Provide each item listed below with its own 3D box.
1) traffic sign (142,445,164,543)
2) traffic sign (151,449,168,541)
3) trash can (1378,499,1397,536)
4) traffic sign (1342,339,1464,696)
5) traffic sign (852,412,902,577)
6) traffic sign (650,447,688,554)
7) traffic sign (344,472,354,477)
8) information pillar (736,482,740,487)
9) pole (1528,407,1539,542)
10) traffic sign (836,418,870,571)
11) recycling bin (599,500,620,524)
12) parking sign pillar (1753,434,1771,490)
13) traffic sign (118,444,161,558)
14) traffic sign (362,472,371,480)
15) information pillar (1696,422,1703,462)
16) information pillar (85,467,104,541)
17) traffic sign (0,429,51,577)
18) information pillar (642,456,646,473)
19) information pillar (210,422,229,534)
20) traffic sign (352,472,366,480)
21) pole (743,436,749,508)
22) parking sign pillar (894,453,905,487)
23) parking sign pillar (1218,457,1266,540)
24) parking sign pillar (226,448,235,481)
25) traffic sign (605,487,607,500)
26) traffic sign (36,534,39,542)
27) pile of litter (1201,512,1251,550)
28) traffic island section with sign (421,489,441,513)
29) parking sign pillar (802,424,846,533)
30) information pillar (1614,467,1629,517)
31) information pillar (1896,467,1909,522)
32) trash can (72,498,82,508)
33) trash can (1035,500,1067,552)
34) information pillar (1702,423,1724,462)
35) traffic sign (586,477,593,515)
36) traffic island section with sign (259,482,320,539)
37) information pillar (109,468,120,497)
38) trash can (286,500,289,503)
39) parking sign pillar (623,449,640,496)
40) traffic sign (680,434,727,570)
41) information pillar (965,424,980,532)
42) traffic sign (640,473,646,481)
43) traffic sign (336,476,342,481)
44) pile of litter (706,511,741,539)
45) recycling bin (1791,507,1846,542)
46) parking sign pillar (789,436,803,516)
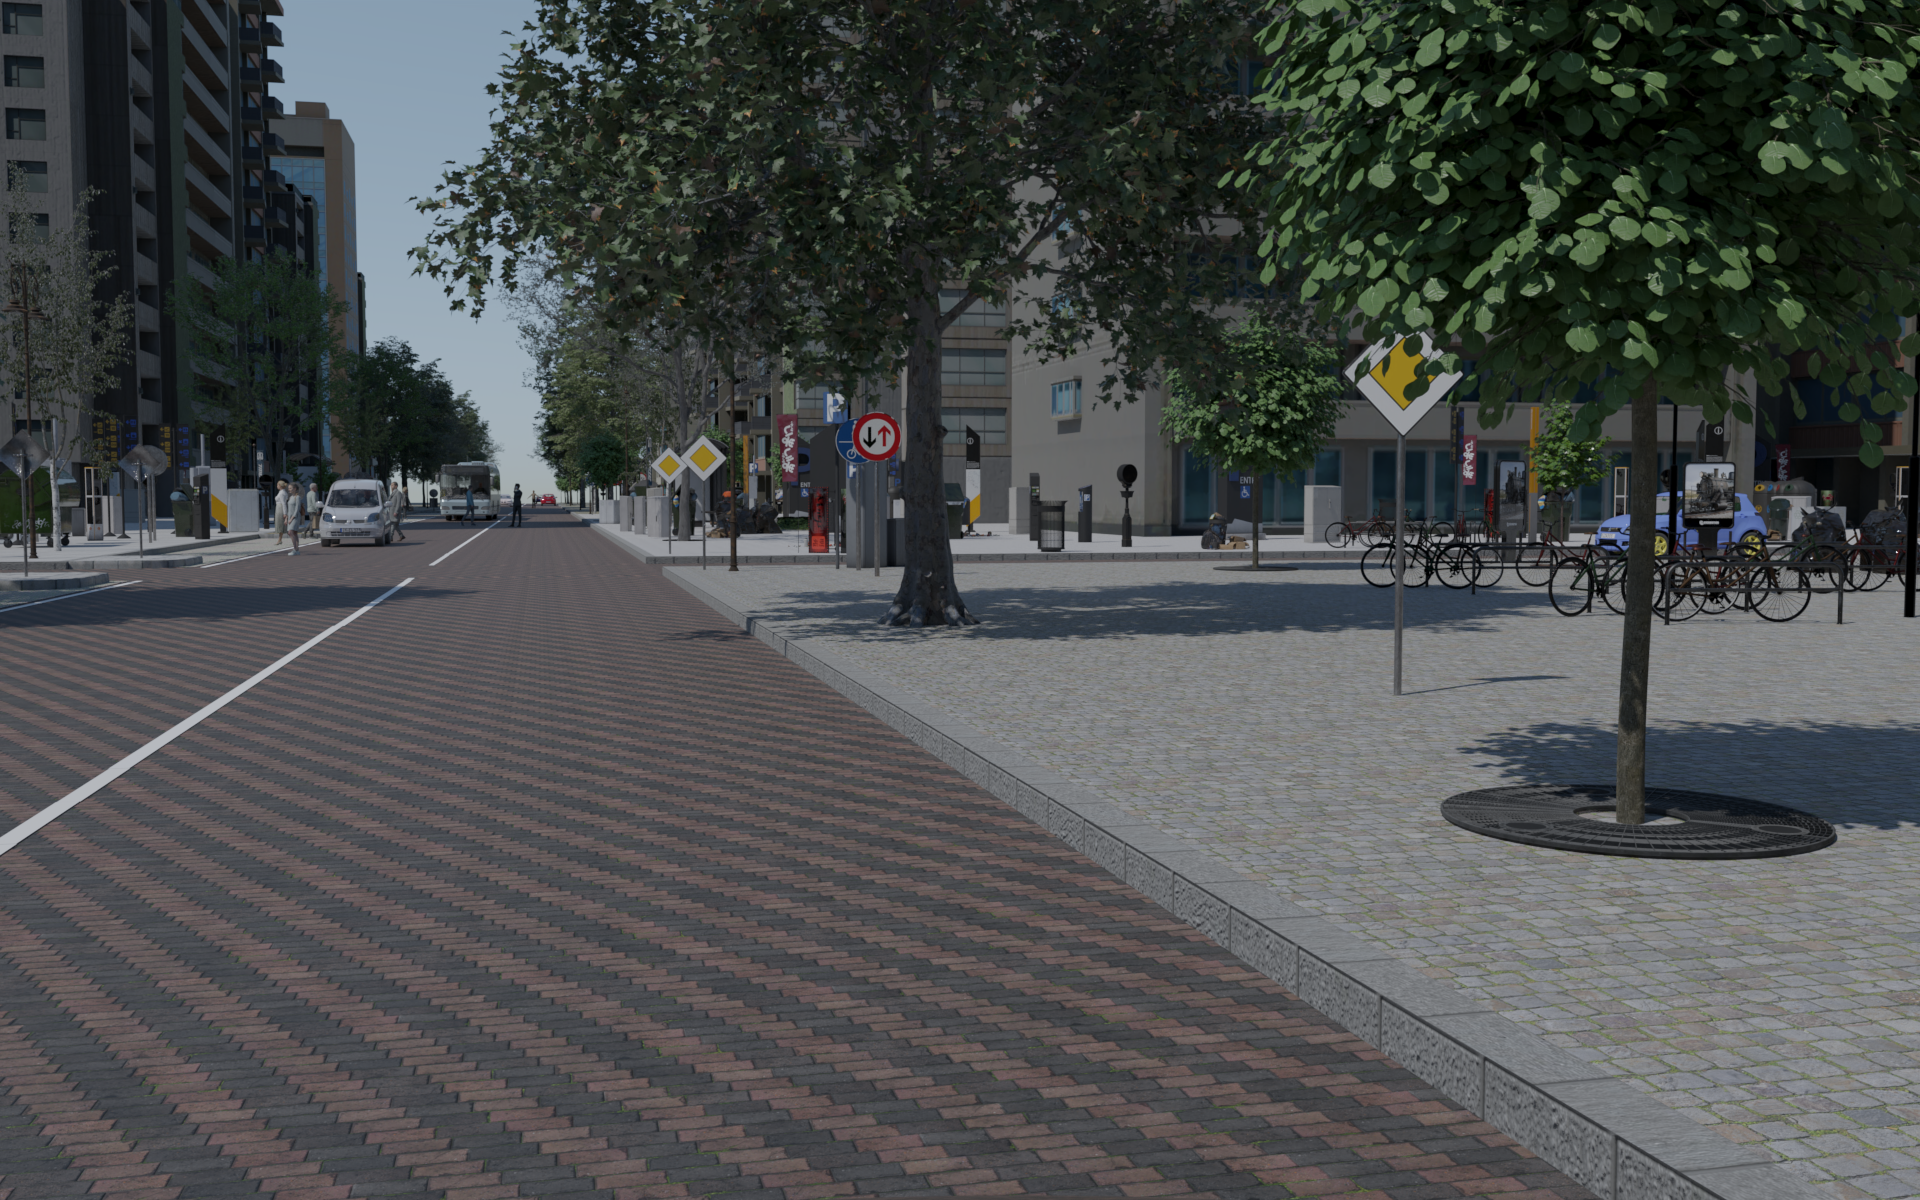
[{"bbox_3d":[-21.210,-2.764,45.303,0.768,2.556,0.104,-1,4,-12],"label":"traffic sign"},{"bbox_3d":[-22.090,-2.895,47.437,0.768,2.556,0.104,0,4,-8],"label":"traffic sign"},{"bbox_3d":[13.094,-2.518,52.817,0.748,1.137,0.748,0,3,0],"label":"trash can"},{"bbox_3d":[2.784,-0.598,10.957,0.795,2.450,0.064,0,4,-7],"label":"traffic sign"},{"bbox_3d":[-1.289,-1.639,26.902,0.768,2.556,0.104,0,4,-5],"label":"traffic sign"},{"bbox_3d":[-6.207,-2.040,37.000,0.795,2.450,0.064,-1,4,-14],"label":"traffic sign"},{"bbox_3d":[-34.943,-6.068,99.310,0.768,2.556,0.104,0,4,-7],"label":"traffic sign"},{"bbox_3d":[-13.358,-6.070,103.732,0.304,2.012,0.304,-3,4,-36],"label":"information pillar"},{"bbox_3d":[13.475,-2.865,40.687,0.158,3.312,0.155,0,3,0],"label":"pole"},{"bbox_3d":[-1.701,-1.767,28.992,0.768,2.556,0.104,-1,4,-10],"label":"traffic sign"},{"bbox_3d":[-15.042,-3.790,74.526,0.722,1.027,0.722,1,4,16],"label":"recycling bin"},{"bbox_3d":[28.572,-4.533,62.583,1.447,3.967,1.447,2,4,27],"label":"parking sign pillar"},{"bbox_3d":[-16.364,-1.892,34.570,0.795,2.450,0.064,-1,4,-14],"label":"traffic sign"},{"bbox_3d":[-34.703,-6.165,100.909,0.768,2.556,0.104,0,4,-4],"label":"traffic sign"},{"bbox_3d":[23.116,-3.840,54.137,0.183,3.616,0.504,3,5,43],"label":"information pillar"},{"bbox_3d":[-23.757,-2.632,47.530,0.304,2.012,0.304,2,4,24],"label":"information pillar"},{"bbox_3d":[-14.484,-1.417,26.809,0.795,2.450,0.064,-1,4,-14],"label":"traffic sign"},{"bbox_3d":[-19.165,-6.942,104.849,0.504,3.616,0.183,2,4,33],"label":"information pillar"},{"bbox_3d":[-24.072,-3.970,56.270,0.504,3.616,0.183,-2,4,-26],"label":"information pillar"},{"bbox_3d":[-33.921,-5.973,97.772,0.768,2.556,0.104,0,4,-7],"label":"traffic sign"},{"bbox_3d":[-7.471,-4.081,60.574,0.158,3.312,0.155,0,3,0],"label":"pole"},{"bbox_3d":[-3.268,-6.526,95.179,1.447,3.967,1.447,1,4,12],"label":"parking sign pillar"},{"bbox_3d":[7.861,-3.673,48.518,1.447,3.967,1.447,-2,4,-31],"label":"parking sign pillar"},{"bbox_3d":[-42.820,-6.910,101.455,1.447,3.967,1.447,-1,4,-12],"label":"parking sign pillar"},{"bbox_3d":[-19.840,-5.935,97.140,0.768,2.556,0.104,0,4,-6],"label":"traffic sign"},{"bbox_3d":[-24.724,-2.827,46.323,0.768,2.556,0.104,-1,4,-10],"label":"traffic sign"},{"bbox_3d":[6.281,-1.623,40.498,1.719,0.858,1.176,-3,5,-44],"label":"pile of litter"},{"bbox_3d":[-39.772,-7.491,131.105,1.989,1.847,2.006,-1,4,-14],"label":"traffic island section with sign"},{"bbox_3d":[-4.315,-4.226,57.564,1.447,3.967,1.447,0,4,3],"label":"parking sign pillar"},{"bbox_3d":[18.160,-2.635,47.567,0.304,2.012,0.304,2,4,33],"label":"information pillar"},{"bbox_3d":[25.230,-2.558,46.319,0.304,2.012,0.304,1,4,12],"label":"information pillar"},{"bbox_3d":[-36.422,-3.636,71.103,0.748,1.137,0.748,0,3,0],"label":"trash can"},{"bbox_3d":[2.018,-1.632,38.343,0.748,1.137,0.748,0,3,0],"label":"trash can"},{"bbox_3d":[21.282,-3.517,48.861,0.504,3.616,0.183,1,4,18],"label":"information pillar"},{"bbox_3d":[-22.716,-6.533,106.922,0.768,2.556,0.104,0,4,-5],"label":"traffic sign"},{"bbox_3d":[-21.688,-2.926,56.467,1.989,1.847,2.006,-1,4,-14],"label":"traffic island section with sign"},{"bbox_3d":[-32.109,-4.548,65.716,0.504,3.616,0.183,2,4,24],"label":"information pillar"},{"bbox_3d":[-29.412,-3.952,76.261,0.748,1.137,0.748,0,3,0],"label":"trash can"},{"bbox_3d":[-20.523,-7.315,108.079,1.447,3.967,1.447,-3,5,-44],"label":"parking sign pillar"},{"bbox_3d":[-4.327,-1.566,29.239,0.795,2.450,0.064,-1,4,-14],"label":"traffic sign"},{"bbox_3d":[0.431,-4.085,58.142,0.504,3.616,0.183,1,4,9],"label":"information pillar"},{"bbox_3d":[-18.490,-6.133,100.387,0.768,2.556,0.104,-1,4,-13],"label":"traffic sign"},{"bbox_3d":[-35.995,-6.097,99.784,0.768,2.556,0.104,0,4,-8],"label":"traffic sign"},{"bbox_3d":[-6.981,-2.257,50.867,1.176,0.858,1.719,1,4,15],"label":"pile of litter"},{"bbox_3d":[17.014,-1.332,34.338,0.722,1.027,0.722,-2,4,-26],"label":"recycling bin"},{"bbox_3d":[-6.501,-5.135,72.429,1.447,3.967,1.447,-1,4,-9],"label":"parking sign pillar"}]
